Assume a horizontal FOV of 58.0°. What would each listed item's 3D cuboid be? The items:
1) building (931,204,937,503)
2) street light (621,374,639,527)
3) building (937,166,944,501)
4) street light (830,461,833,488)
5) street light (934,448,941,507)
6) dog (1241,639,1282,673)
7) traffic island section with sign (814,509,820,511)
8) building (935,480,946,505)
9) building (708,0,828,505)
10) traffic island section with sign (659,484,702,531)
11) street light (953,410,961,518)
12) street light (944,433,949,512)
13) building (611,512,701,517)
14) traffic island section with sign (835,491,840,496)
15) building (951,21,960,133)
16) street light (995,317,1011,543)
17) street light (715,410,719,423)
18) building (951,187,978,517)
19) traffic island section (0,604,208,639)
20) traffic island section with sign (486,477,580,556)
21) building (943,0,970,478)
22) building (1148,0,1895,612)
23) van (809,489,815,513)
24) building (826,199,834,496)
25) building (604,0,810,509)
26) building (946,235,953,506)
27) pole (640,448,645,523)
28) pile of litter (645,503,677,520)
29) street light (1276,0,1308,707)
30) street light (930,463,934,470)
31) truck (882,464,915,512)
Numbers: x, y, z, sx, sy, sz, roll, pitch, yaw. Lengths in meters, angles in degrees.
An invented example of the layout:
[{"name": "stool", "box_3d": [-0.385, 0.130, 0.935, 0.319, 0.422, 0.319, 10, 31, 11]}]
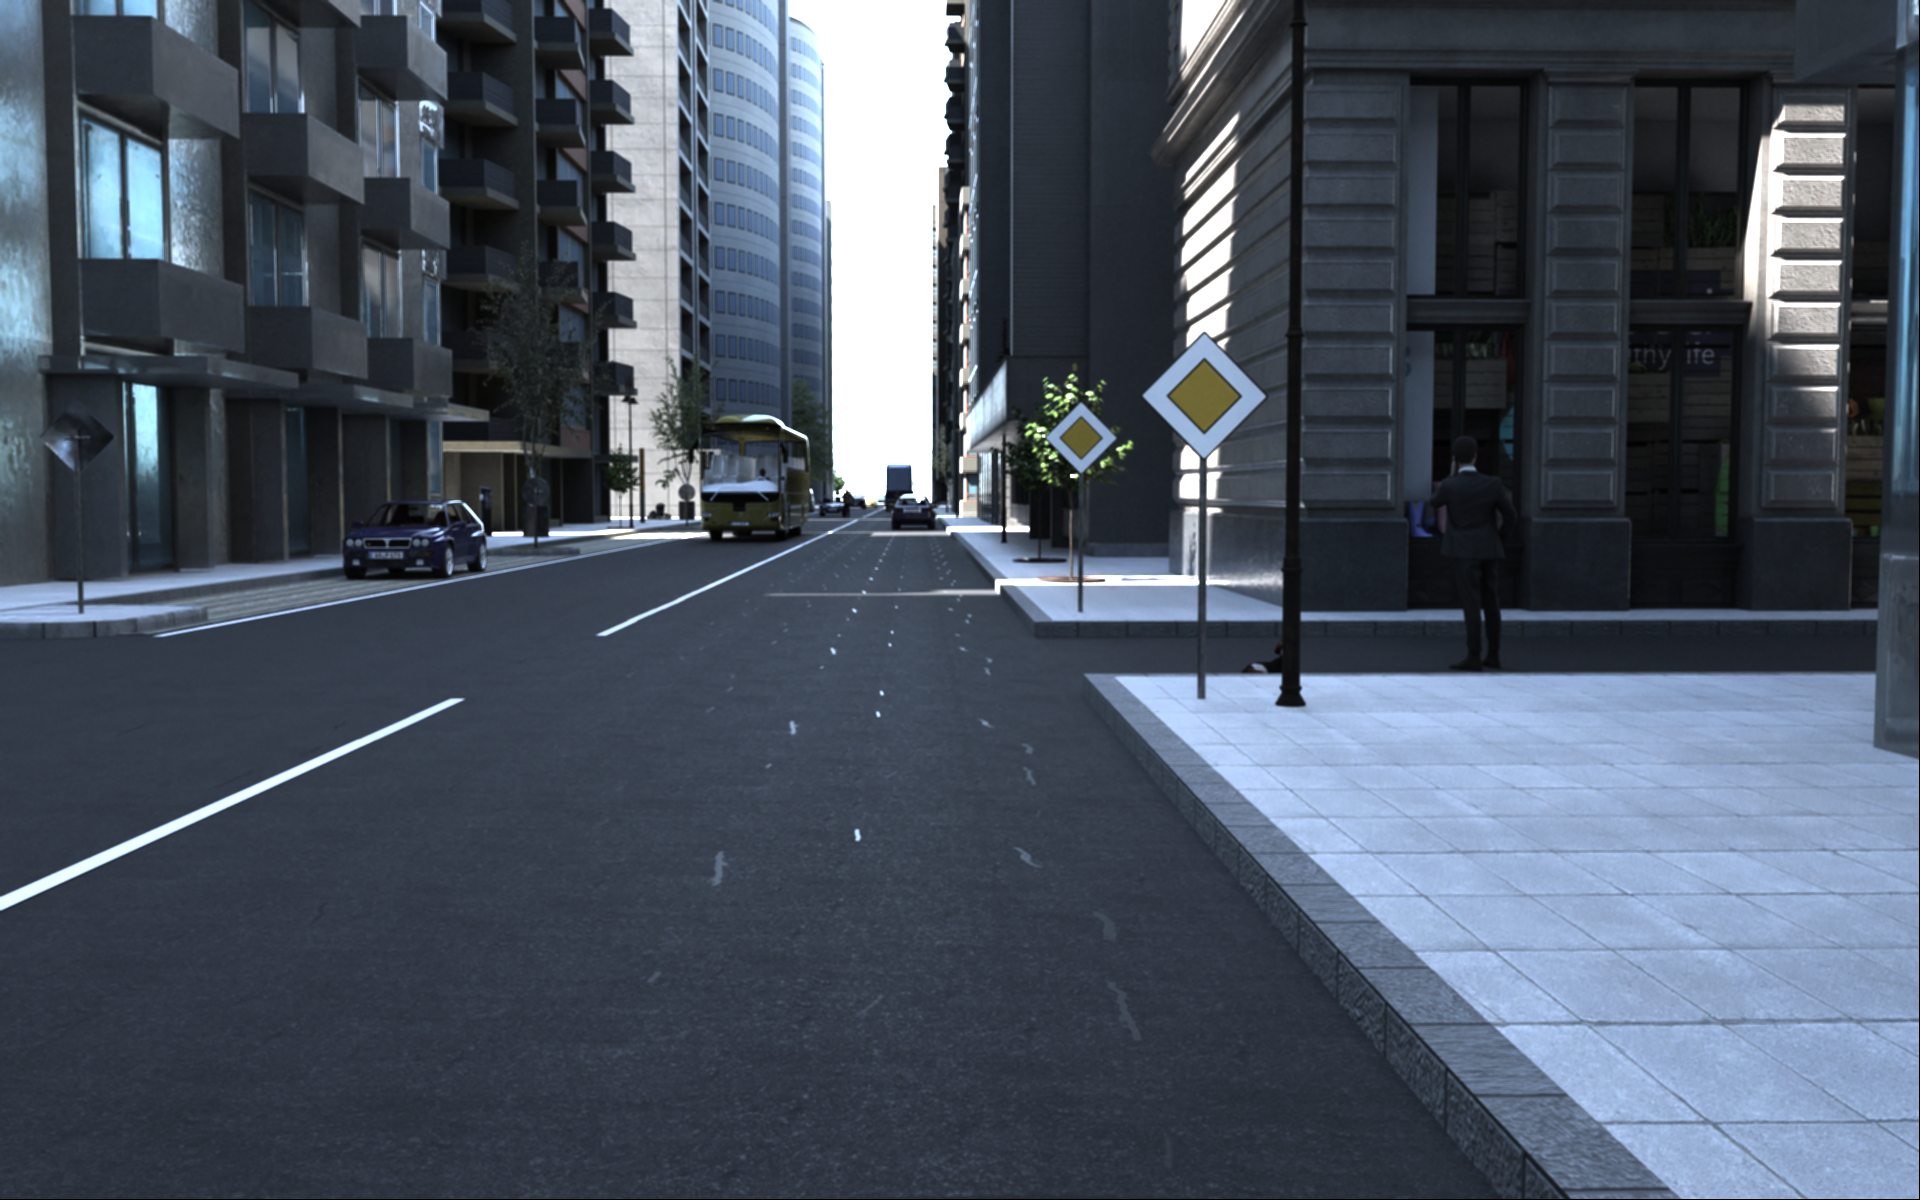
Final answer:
[{"name": "building", "box_3d": [2.916, -34.400, 246.028, 14.154, 41.232, 14.086, 0, 4, -1]}, {"name": "street light", "box_3d": [-12.746, -5.763, 67.006, 0.468, 5.910, 1.993, 0, 4, -1]}, {"name": "building", "box_3d": [3.879, -35.513, 230.749, 14.600, 45.320, 14.200, 0, 4, -1]}, {"name": "street light", "box_3d": [-16.834, -15.572, 227.387, 0.468, 5.910, 1.993, 0, 4, -1]}, {"name": "street light", "box_3d": [-2.080, -12.060, 169.967, 0.468, 5.910, 1.993, 0, 4, -1]}, {"name": "dog", "box_3d": [2.295, 0.436, 13.069, 0.748, 0.427, 0.550, 1, 4, 14]}, {"name": "traffic island section with sign", "box_3d": [-12.690, -8.344, 145.055, 1.989, 1.847, 2.006, 0, 4, -1]}, {"name": "building", "box_3d": [12.930, -31.801, 211.819, 32.217, 40.220, 23.993, 0, 4, -1]}, {"name": "building", "box_3d": [-27.509, -40.958, 211.660, 21.231, 58.520, 28.212, 0, 4, -1]}, {"name": "traffic island section with sign", "box_3d": [-10.732, -3.638, 68.115, 1.989, 1.847, 2.006, 0, 4, -1]}, {"name": "street light", "box_3d": [-0.149, -7.385, 93.534, 0.468, 5.910, 1.993, 0, 4, -1]}, {"name": "street light", "box_3d": [-0.907, -9.095, 121.487, 0.468, 5.910, 1.993, 0, 4, -1]}, {"name": "building", "box_3d": [-23.541, -40.646, 102.812, 20.563, 71.187, 20.611, 0, 4, -1]}, {"name": "traffic island section with sign", "box_3d": [-14.116, -11.741, 200.589, 1.989, 1.847, 2.006, 0, 4, -1]}, {"name": "building", "box_3d": [6.191, -31.344, 162.581, 14.600, 45.320, 14.200, 0, 4, -1]}, {"name": "street light", "box_3d": [1.160, -4.443, 45.436, 0.468, 5.910, 1.993, 0, 4, -1]}, {"name": "street light", "box_3d": [-13.395, -7.507, 95.529, 0.468, 5.910, 1.993, 0, 4, -1]}, {"name": "building", "box_3d": [13.558, -16.352, 112.391, 27.650, 21.520, 28.899, 0, 4, -1]}, {"name": "traffic island section", "box_3d": [-9.457, 0.225, 18.596, 2.009, 0.180, 2.903, 0, 4, -1]}, {"name": "traffic island section with sign", "box_3d": [-10.016, -1.958, 40.649, 1.989, 1.847, 2.006, 0, 4, -1]}, {"name": "building", "box_3d": [9.794, -29.741, 140.885, 22.147, 44.769, 28.867, 0, 4, -1]}, {"name": "building", "box_3d": [12.785, -11.883, 23.163, 19.941, 23.489, 11.050, 0, 4, -1]}, {"name": "van", "box_3d": [-12.173, -7.761, 133.898, 2.013, 2.044, 4.112, 0, 4, -2]}, {"name": "building", "box_3d": [-24.396, -33.627, 233.399, 14.154, 41.232, 14.086, 0, 4, -1]}, {"name": "building", "box_3d": [-26.865, -45.755, 186.342, 20.563, 71.187, 20.611, 0, 4, -1]}, {"name": "building", "box_3d": [5.474, -25.736, 192.488, 14.160, 30.474, 14.107, 0, 4, -1]}, {"name": "pole", "box_3d": [-14.143, -5.091, 77.088, 0.158, 3.312, 0.155, 0, 3, 0]}, {"name": "pile of litter", "box_3d": [-15.020, -4.478, 87.181, 1.719, 0.858, 1.176, 0, 4, -3]}, {"name": "street light", "box_3d": [2.010, -2.297, 10.350, 0.468, 5.910, 1.993, 0, 4, -1]}, {"name": "street light", "box_3d": [-2.990, -14.120, 203.647, 0.468, 5.910, 1.993, 0, 4, -1]}, {"name": "truck", "box_3d": [-5.076, -9.652, 147.562, 2.967, 4.110, 18.799, 0, 4, -3]}]
